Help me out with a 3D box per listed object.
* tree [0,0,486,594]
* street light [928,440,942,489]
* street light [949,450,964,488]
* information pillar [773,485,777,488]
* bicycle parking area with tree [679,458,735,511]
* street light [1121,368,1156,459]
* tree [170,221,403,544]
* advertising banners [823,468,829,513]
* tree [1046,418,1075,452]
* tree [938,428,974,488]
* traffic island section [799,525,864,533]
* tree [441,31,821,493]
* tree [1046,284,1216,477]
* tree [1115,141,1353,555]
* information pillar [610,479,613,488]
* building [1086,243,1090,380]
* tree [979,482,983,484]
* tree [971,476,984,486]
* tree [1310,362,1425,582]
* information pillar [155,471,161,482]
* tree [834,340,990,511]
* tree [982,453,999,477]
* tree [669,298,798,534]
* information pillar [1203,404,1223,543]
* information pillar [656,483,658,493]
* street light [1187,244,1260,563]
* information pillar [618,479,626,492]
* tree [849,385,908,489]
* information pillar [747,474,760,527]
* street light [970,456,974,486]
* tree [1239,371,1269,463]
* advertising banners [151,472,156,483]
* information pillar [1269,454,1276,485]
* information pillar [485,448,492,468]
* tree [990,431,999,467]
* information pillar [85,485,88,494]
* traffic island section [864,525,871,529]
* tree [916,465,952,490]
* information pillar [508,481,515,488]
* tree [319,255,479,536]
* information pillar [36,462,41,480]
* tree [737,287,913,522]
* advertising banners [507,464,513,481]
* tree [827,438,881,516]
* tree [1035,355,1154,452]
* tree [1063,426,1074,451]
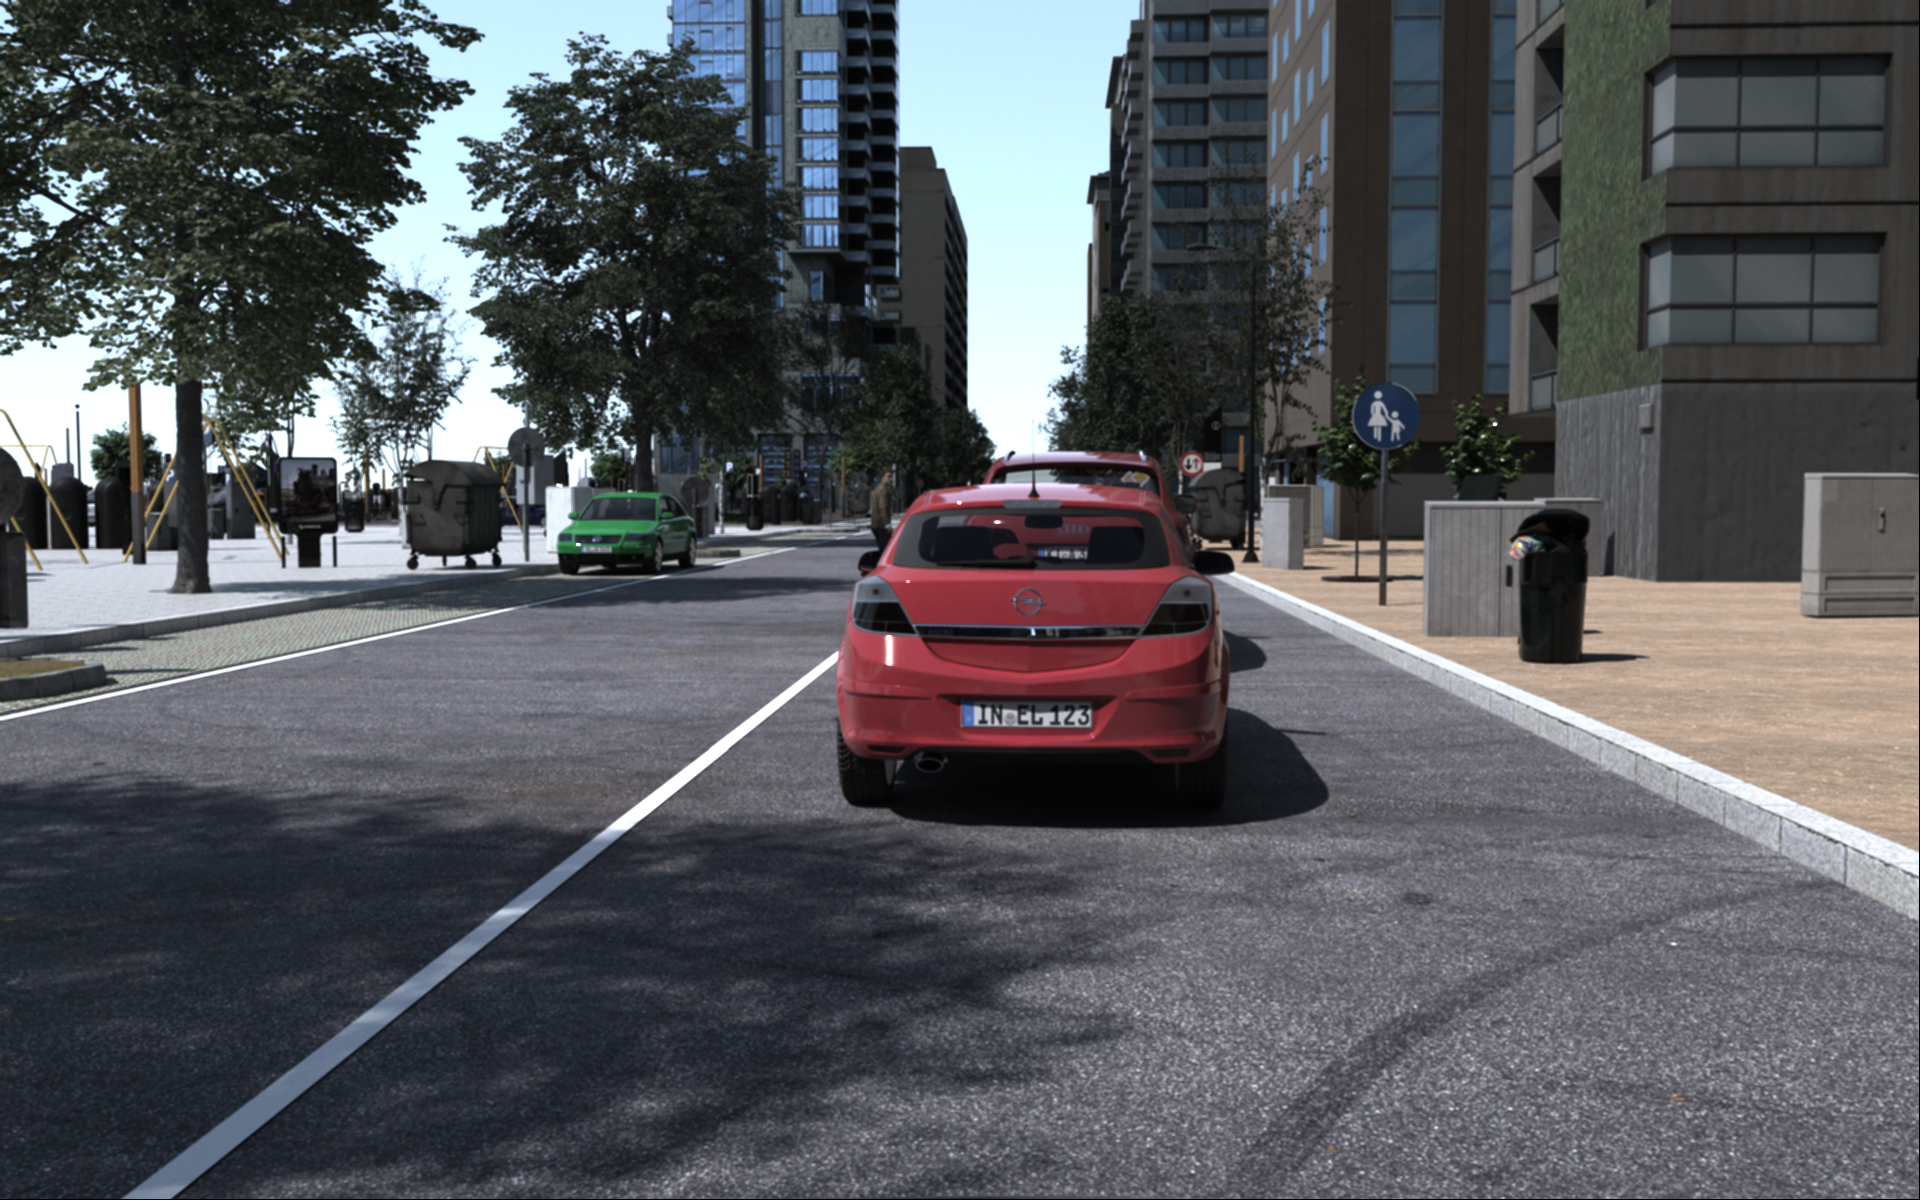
[{"bbox_3d":[-10.168,-6.382,22.471,7.486,12.596,7.792,0,3,0],"label":"tree"},{"bbox_3d":[-2.155,-10.791,148.969,1.470,5.913,1.316,0,4,3],"label":"street light"},{"bbox_3d":[-0.601,-12.730,180.677,1.470,5.913,1.316,0,4,3],"label":"street light"},{"bbox_3d":[-15.404,-8.540,144.114,0.304,2.012,0.304,0,4,1],"label":"information pillar"},{"bbox_3d":[-19.065,-9.028,134.611,9.016,4.147,8.231,-1,4,-21],"label":"bicycle parking area with tree"},{"bbox_3d":[6.655,-5.594,64.010,1.470,5.913,1.316,0,4,3],"label":"street light"},{"bbox_3d":[-17.370,-5.730,44.047,4.737,8.622,4.395,0,3,0],"label":"tree"},{"bbox_3d":[-8.918,-7.297,115.497,0.090,3.025,2.074,-1,4,-15],"label":"advertising banners"},{"bbox_3d":[15.064,-19.126,230.829,7.486,12.596,7.792,0,3,0],"label":"tree"},{"bbox_3d":[-0.854,-14.681,190.394,4.737,8.622,4.395,0,3,0],"label":"tree"},{"bbox_3d":[-4.842,-2.595,64.701,2.009,0.180,2.903,0,4,3],"label":"traffic island section"},{"bbox_3d":[-8.699,-8.575,46.849,9.857,13.997,8.962,0,3,0],"label":"tree"},{"bbox_3d":[9.505,-10.883,94.942,9.611,12.733,9.660,0,3,0],"label":"tree"},{"bbox_3d":[6.197,-5.224,35.779,4.360,8.622,3.978,0,3,0],"label":"tree"},{"bbox_3d":[-16.975,-4.852,83.830,0.304,2.012,0.304,0,4,-7],"label":"information pillar"},{"bbox_3d":[28.852,-39.652,298.412,14.600,45.320,14.200,0,4,3],"label":"building"},{"bbox_3d":[1.599,-17.753,240.627,4.737,8.622,4.395,0,3,0],"label":"tree"},{"bbox_3d":[2.953,-17.641,272.139,4.285,4.588,4.351,0,3,0],"label":"tree"},{"bbox_3d":[6.007,-1.893,25.560,1.663,3.219,1.824,0,3,0],"label":"tree"},{"bbox_3d":[-60.796,-8.562,131.335,0.504,3.616,0.183,1,4,23],"label":"information pillar"},{"bbox_3d":[-4.674,-13.003,129.604,9.611,12.733,9.660,0,3,0],"label":"tree"},{"bbox_3d":[4.287,-22.615,304.171,8.767,10.594,7.601,0,4,6],"label":"tree"},{"bbox_3d":[-7.626,-6.477,56.269,4.737,8.622,4.395,0,3,0],"label":"tree"},{"bbox_3d":[6.627,-3.303,45.362,0.504,3.616,0.183,1,4,19],"label":"information pillar"},{"bbox_3d":[-19.441,-6.481,110.448,0.304,2.012,0.304,2,4,27],"label":"information pillar"},{"bbox_3d":[4.909,-3.656,32.311,1.470,5.913,1.316,0,4,3],"label":"street light"},{"bbox_3d":[-16.442,-4.891,84.456,0.304,2.012,0.304,1,4,17],"label":"information pillar"},{"bbox_3d":[-5.242,-10.044,114.577,4.737,8.622,4.395,0,3,0],"label":"tree"},{"bbox_3d":[-7.659,-3.647,64.115,0.304,2.012,0.304,-3,5,-43],"label":"information pillar"},{"bbox_3d":[0.989,-14.669,212.383,1.470,5.913,1.316,0,4,3],"label":"street light"},{"bbox_3d":[18.799,-9.347,103.192,4.737,8.622,4.395,0,3,0],"label":"tree"},{"bbox_3d":[-64.243,-8.574,136.371,2.074,3.025,0.090,0,4,-3],"label":"advertising banners"},{"bbox_3d":[15.266,-5.679,84.205,0.504,3.616,0.183,2,4,28],"label":"information pillar"},{"bbox_3d":[-23.271,-5.757,85.475,0.504,3.616,0.183,3,5,42],"label":"information pillar"},{"bbox_3d":[0.695,-18.664,222.158,9.611,12.733,9.660,0,3,0],"label":"tree"},{"bbox_3d":[-69.523,-8.146,137.684,0.304,2.012,0.304,3,5,44],"label":"information pillar"},{"bbox_3d":[-4.453,-3.082,72.677,2.009,0.180,2.903,0,4,3],"label":"traffic island section"},{"bbox_3d":[-2.356,-10.683,158.379,4.285,4.588,4.351,0,3,0],"label":"tree"},{"bbox_3d":[-25.074,-5.647,96.822,0.304,2.012,0.304,-3,5,-43],"label":"information pillar"},{"bbox_3d":[-17.344,-6.284,53.112,4.360,8.622,3.978,0,3,0],"label":"tree"},{"bbox_3d":[-66.717,-8.201,125.435,0.183,3.616,0.504,0,4,5],"label":"information pillar"},{"bbox_3d":[-6.461,-8.829,78.769,8.767,10.594,7.601,0,4,-6],"label":"tree"},{"bbox_3d":[-25.937,-6.451,101.661,0.090,3.025,2.074,1,4,20],"label":"advertising banners"},{"bbox_3d":[-6.200,-7.211,101.615,4.285,4.588,4.351,0,3,0],"label":"tree"},{"bbox_3d":[11.233,-13.941,138.313,12.009,13.543,11.850,0,3,0],"label":"tree"},{"bbox_3d":[12.465,-13.853,176.850,4.737,8.622,4.395,0,3,0],"label":"tree"}]
